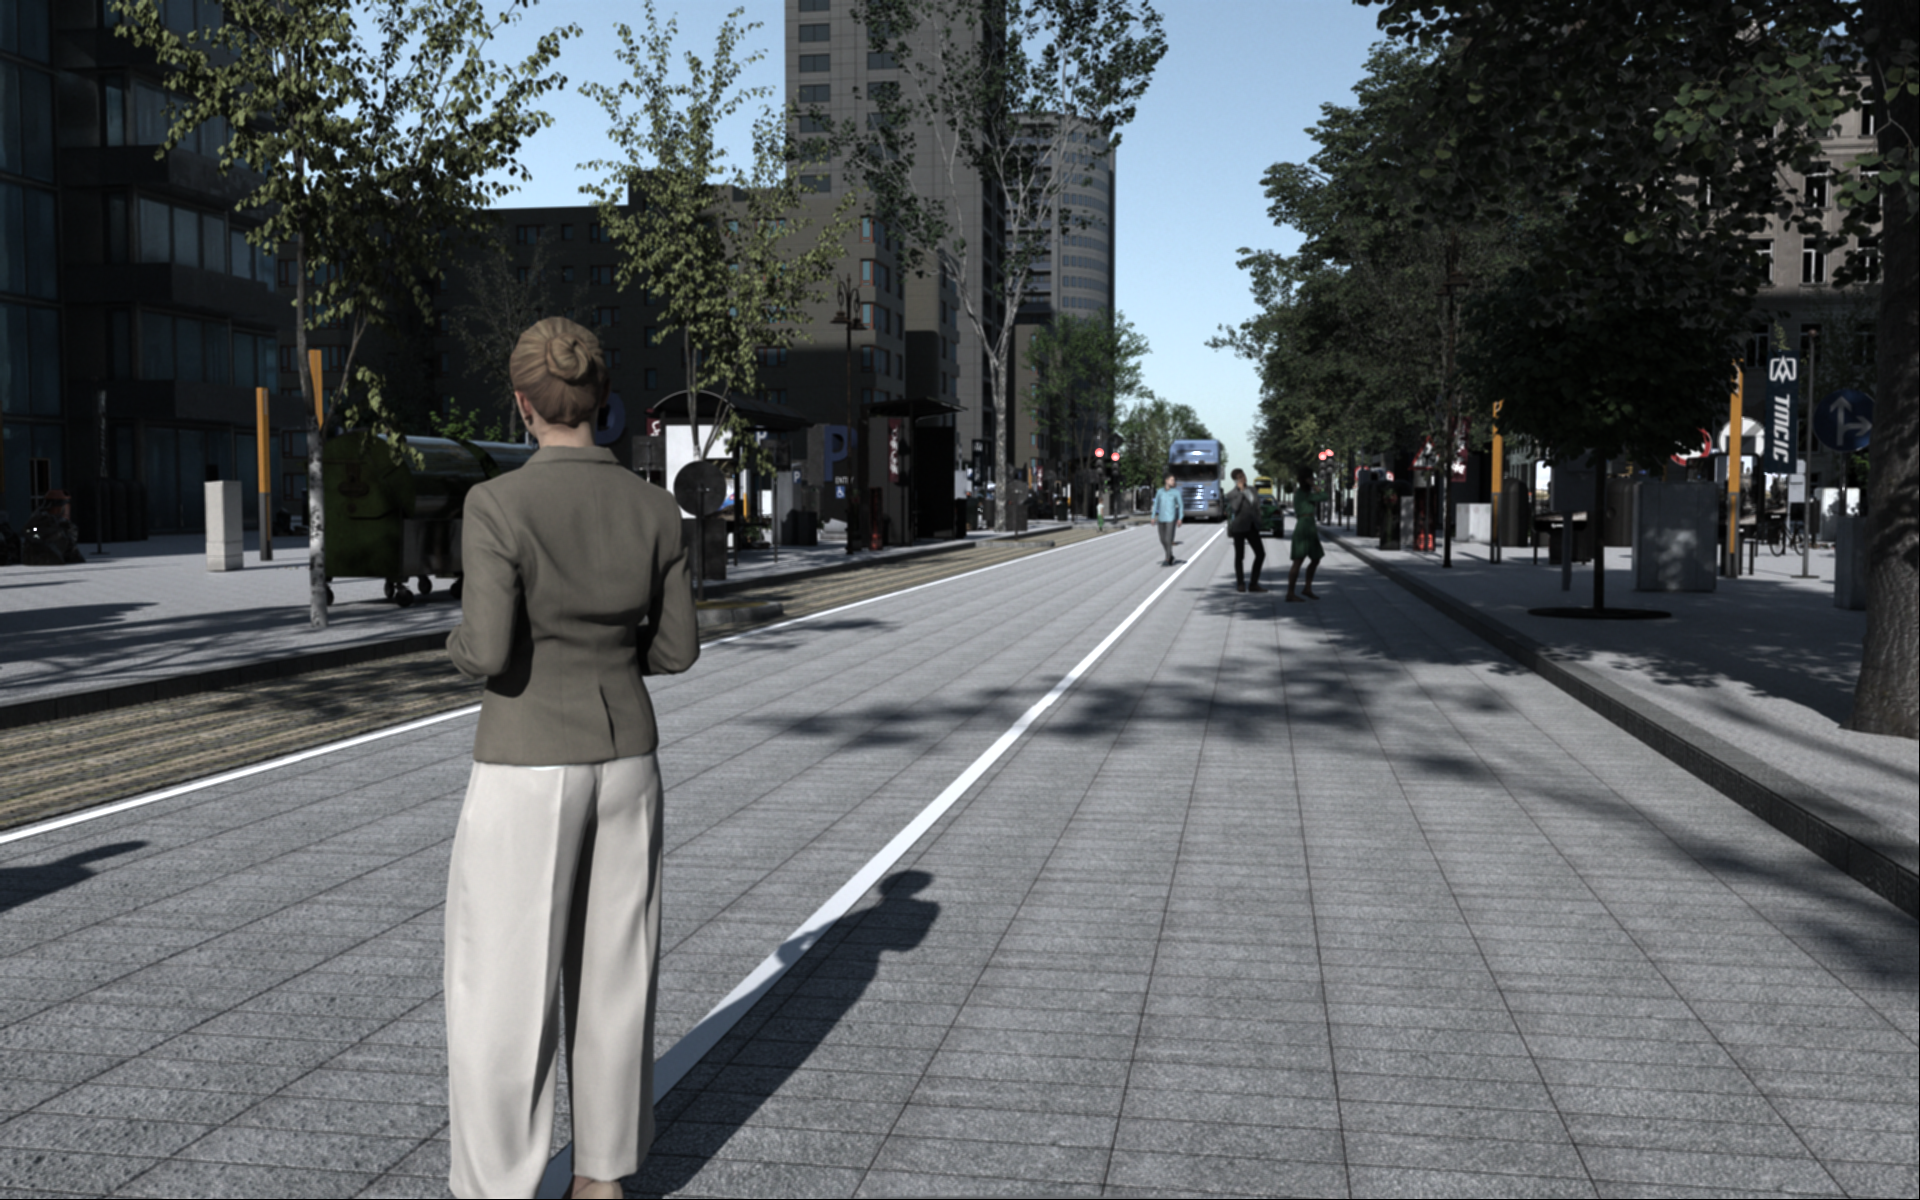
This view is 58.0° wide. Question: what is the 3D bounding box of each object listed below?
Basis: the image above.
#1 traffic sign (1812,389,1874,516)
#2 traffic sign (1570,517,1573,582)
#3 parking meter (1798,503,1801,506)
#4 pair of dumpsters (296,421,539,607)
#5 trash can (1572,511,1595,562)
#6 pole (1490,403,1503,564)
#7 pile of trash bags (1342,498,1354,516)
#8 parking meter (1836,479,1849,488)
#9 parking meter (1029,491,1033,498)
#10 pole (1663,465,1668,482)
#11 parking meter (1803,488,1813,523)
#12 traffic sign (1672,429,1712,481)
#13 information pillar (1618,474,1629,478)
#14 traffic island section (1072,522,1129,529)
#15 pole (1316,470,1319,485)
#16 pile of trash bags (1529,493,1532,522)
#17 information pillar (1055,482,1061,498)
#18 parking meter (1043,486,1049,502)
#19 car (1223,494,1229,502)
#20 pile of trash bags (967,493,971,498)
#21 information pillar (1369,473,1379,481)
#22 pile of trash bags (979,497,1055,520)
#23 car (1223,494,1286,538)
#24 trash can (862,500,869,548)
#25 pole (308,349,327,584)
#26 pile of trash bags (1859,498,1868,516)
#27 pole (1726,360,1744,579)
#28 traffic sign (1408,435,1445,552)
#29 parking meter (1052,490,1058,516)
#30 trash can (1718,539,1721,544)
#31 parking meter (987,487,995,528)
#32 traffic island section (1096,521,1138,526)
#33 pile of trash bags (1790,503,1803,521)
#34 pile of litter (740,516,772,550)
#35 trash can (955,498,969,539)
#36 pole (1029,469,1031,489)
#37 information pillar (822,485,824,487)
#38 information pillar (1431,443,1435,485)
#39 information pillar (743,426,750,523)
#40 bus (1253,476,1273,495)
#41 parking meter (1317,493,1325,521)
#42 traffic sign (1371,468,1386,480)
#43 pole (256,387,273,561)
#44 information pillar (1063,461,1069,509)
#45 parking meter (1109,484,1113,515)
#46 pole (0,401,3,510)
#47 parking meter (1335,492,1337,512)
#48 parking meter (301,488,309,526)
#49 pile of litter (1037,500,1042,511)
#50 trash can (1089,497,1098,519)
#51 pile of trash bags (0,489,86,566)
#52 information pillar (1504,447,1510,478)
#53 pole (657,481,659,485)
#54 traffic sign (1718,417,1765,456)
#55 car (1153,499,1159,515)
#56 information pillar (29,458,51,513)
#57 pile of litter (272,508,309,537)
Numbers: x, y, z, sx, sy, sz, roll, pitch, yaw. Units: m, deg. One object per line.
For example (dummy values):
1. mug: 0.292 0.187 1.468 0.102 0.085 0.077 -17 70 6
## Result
1. traffic sign: 10.748 -1.283 21.078 0.768 2.556 0.104 1 4 14
2. traffic sign: 8.914 -1.541 25.298 0.768 2.556 0.104 1 4 14
3. parking meter: 41.347 -4.886 85.598 0.399 1.863 0.255 1 4 15
4. pair of dumpsters: -6.489 -1.170 21.617 1.574 2.255 4.437 1 4 10
5. trash can: 11.684 -1.286 32.686 0.748 1.137 0.748 0 3 0
6. pole: 9.876 -2.324 31.838 0.158 3.312 0.155 0 3 0
7. pile of trash bags: 23.920 -5.579 100.961 3.447 1.369 1.912 -3 5 -44
8. parking meter: 33.095 -3.626 64.988 0.255 1.863 0.399 -1 4 -15
9. parking meter: 5.154 -7.244 126.856 0.372 1.533 0.369 0 3 0
10. pole: 32.019 -5.189 78.684 0.158 3.312 0.155 0 3 0
11. parking meter: 37.236 -4.137 76.056 0.372 1.533 0.369 0 3 0
12. traffic sign: 13.197 -1.915 31.424 0.768 2.556 0.104 1 4 11
13. information pillar: 24.779 -3.687 64.770 0.304 2.012 0.304 -2 4 -24
14. traffic island section: 5.742 -3.006 71.425 2.009 0.180 2.903 1 4 10
15. pole: 24.104 -7.512 116.670 0.158 3.312 0.155 0 3 0
16. pile of trash bags: 21.933 -3.272 63.247 1.912 1.369 3.447 -2 4 -34
17. information pillar: 5.815 -5.986 102.356 0.304 2.012 0.304 1 4 15
18. parking meter: 5.485 -6.409 110.490 0.255 1.863 0.399 -1 4 -14
19. car: 29.966 -11.309 194.683 2.009 1.686 4.222 1 4 11
20. pile of trash bags: 1.527 -5.929 106.697 3.447 1.369 1.912 -3 4 -36
21. information pillar: 14.216 -3.365 59.506 0.304 2.012 0.304 1 4 9
22. pile of trash bags: 2.972 -4.632 85.478 3.447 1.369 1.912 -3 5 -42
23. car: 9.922 -2.842 58.260 2.131 1.459 4.920 1 4 8
24. trash can: -2.197 -1.802 41.116 0.748 1.137 0.748 0 3 0
25. pole: -9.119 -1.880 24.577 0.158 3.312 0.155 0 3 0
26. pile of trash bags: 40.822 -4.229 78.904 3.447 1.369 1.912 -2 4 -34
27. pole: 11.753 -1.983 26.270 0.158 3.312 0.155 0 3 0
28. traffic sign: 10.372 -2.348 38.399 0.884 2.594 0.081 1 4 12
29. parking meter: 5.490 -5.604 100.037 0.372 1.533 0.369 0 3 0
30. trash can: 19.564 -1.985 44.110 0.748 1.137 0.748 0 3 0
31. parking meter: 1.210 -3.528 66.100 0.372 1.533 0.369 0 3 0
32. traffic island section: 7.100 -3.487 79.294 2.009 0.180 2.903 1 4 10
33. pile of trash bags: 40.686 -4.523 83.710 3.447 1.369 1.912 0 4 2
34. pile of litter: -4.975 -1.619 40.433 1.176 0.858 1.719 0 4 2
35. trash can: -0.113 -2.327 49.692 0.748 1.137 0.748 0 3 0
36. pole: 5.600 -8.848 138.515 0.158 3.312 0.155 0 3 0
37. information pillar: -7.327 -6.268 93.839 0.183 3.616 0.504 -3 4 -38
38. information pillar: 21.611 -5.409 79.797 0.504 3.616 0.183 0 4 3
39. information pillar: -7.091 -4.052 57.610 0.183 3.616 0.504 1 4 9
40. bus: 42.159 -15.257 241.002 2.896 3.916 12.252 1 4 10
41. parking meter: 17.202 -4.533 82.524 0.372 1.533 0.369 0 3 0
42. traffic sign: 15.982 -3.918 66.187 0.606 2.300 0.079 1 4 16
43. pole: -13.337 -2.408 33.206 0.158 3.312 0.155 0 3 0
44. information pillar: 7.358 -8.045 122.895 0.183 3.616 0.504 -1 4 -16
45. parking meter: 9.087 -6.022 104.173 0.255 1.863 0.399 1 4 9
46. pole: -20.995 -2.693 37.866 0.158 3.312 0.155 0 3 0
47. parking meter: 26.095 -6.876 120.840 0.372 1.533 0.369 0 3 0
48. parking meter: -26.522 -3.784 70.282 0.372 1.533 0.369 0 3 0
49. pile of litter: 5.303 -6.412 118.796 1.719 0.858 1.176 -1 4 -12
50. trash can: 6.934 -4.791 89.994 0.748 1.137 0.748 0 3 0
51. pile of trash bags: -17.238 -1.371 32.168 1.912 1.369 3.447 -1 4 -11
52. information pillar: 26.474 -5.667 84.011 0.504 3.616 0.183 -2 4 -35
53. pole: -16.889 -6.282 96.558 0.158 3.312 0.155 0 3 0
54. traffic sign: 13.023 -1.760 28.885 0.768 2.556 0.104 1 4 16
55. car: 14.283 -6.705 119.214 1.945 1.707 3.694 1 4 10
56. information pillar: -18.830 -1.896 35.491 0.304 2.012 0.304 3 5 42
57. pile of litter: -20.435 -2.383 52.927 1.176 0.858 1.719 2 4 33
